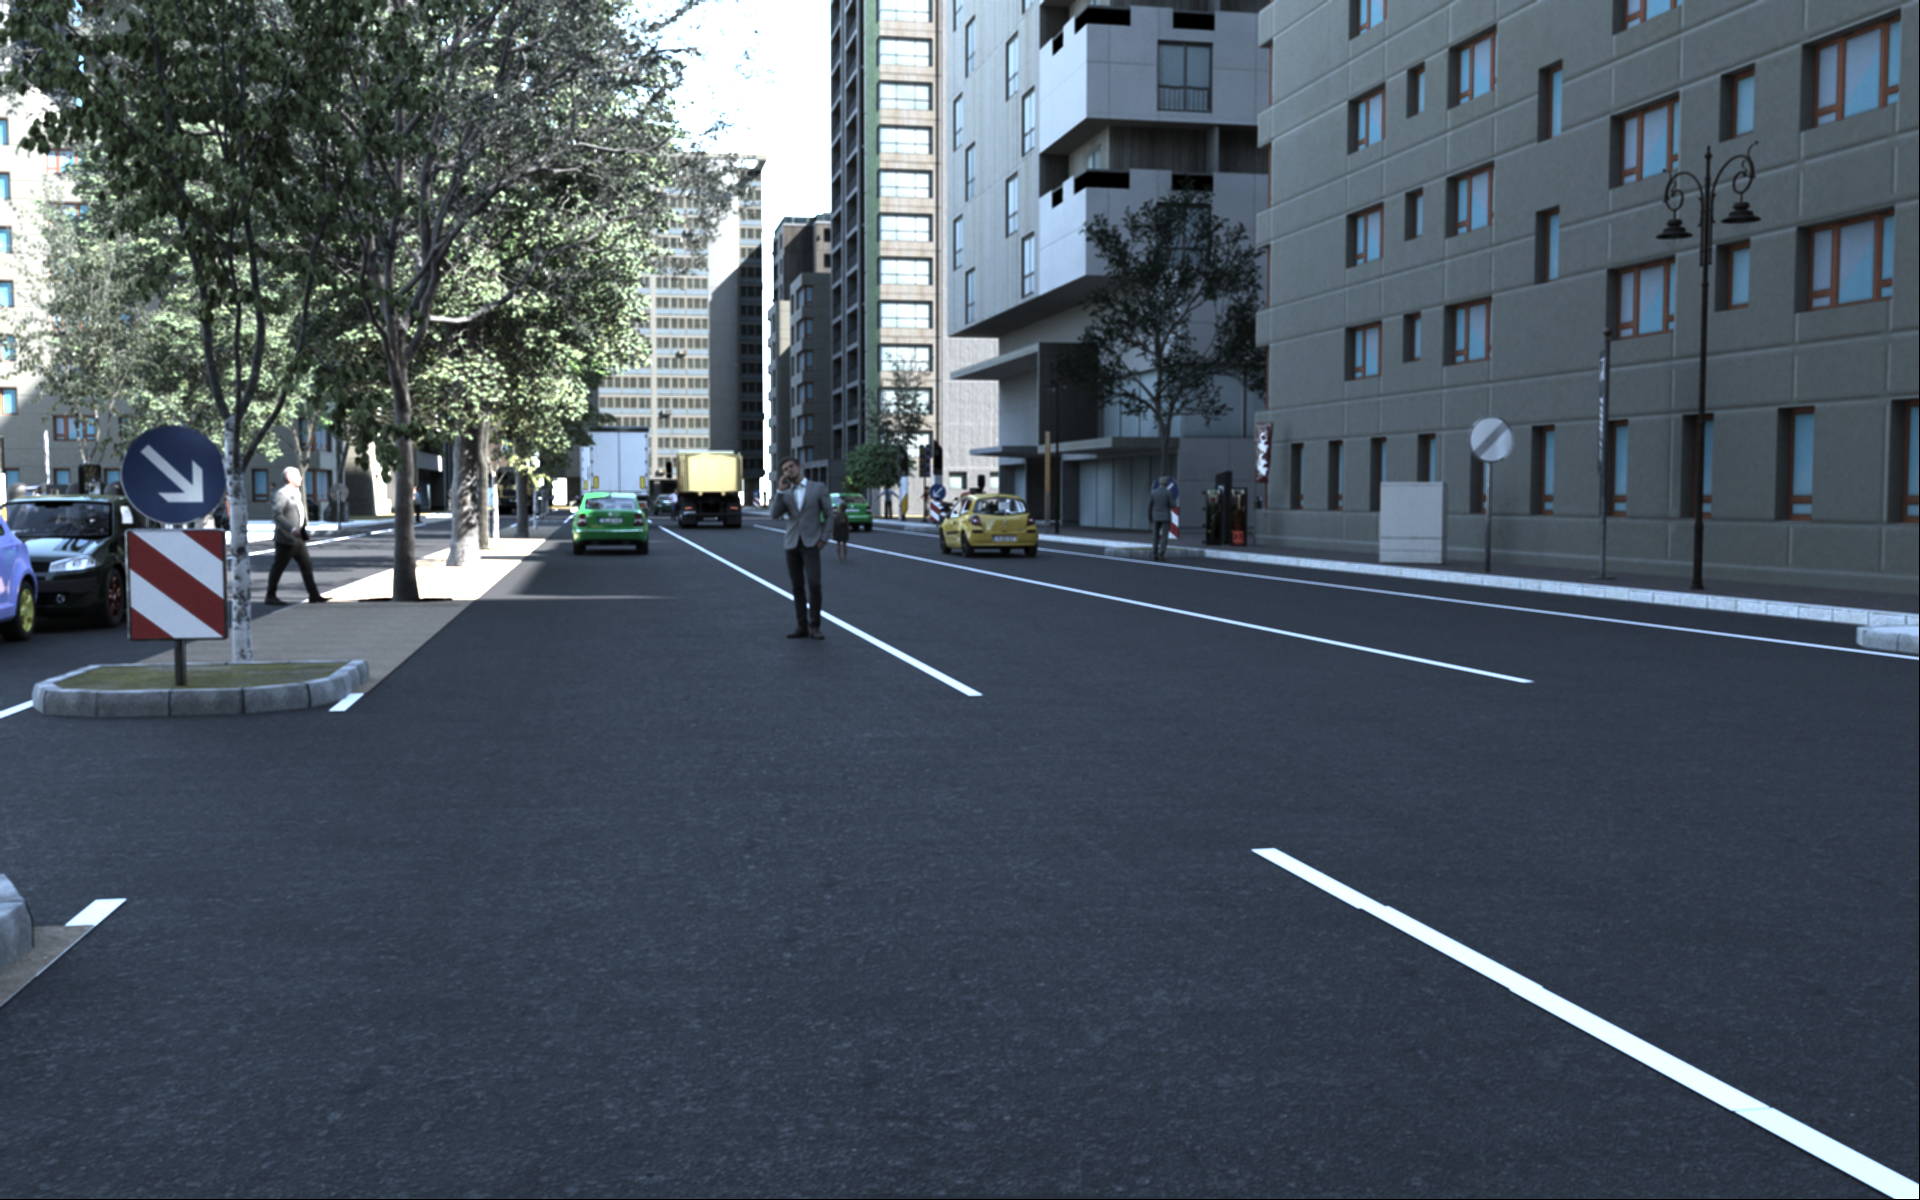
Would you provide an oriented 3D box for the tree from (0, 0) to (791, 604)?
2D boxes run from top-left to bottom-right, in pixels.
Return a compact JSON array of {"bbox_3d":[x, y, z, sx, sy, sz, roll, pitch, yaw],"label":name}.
[{"bbox_3d":[-7.330,-6.711,22.548,12.009,13.543,11.850,0,3,0],"label":"tree"}]

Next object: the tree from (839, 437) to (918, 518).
[{"bbox_3d":[-3.952,-6.726,93.680,4.285,4.588,4.351,0,3,0],"label":"tree"}]

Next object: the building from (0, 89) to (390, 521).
[{"bbox_3d":[-47.685,-15.301,95.219,27.650,21.520,28.899,-1,4,-12],"label":"building"}]

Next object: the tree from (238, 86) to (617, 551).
[{"bbox_3d":[-11.963,-7.046,43.415,9.928,11.665,9.643,0,3,0],"label":"tree"}]

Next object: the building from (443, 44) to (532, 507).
[{"bbox_3d":[-50.585,-31.993,173.188,14.200,45.320,14.600,-1,4,-12],"label":"building"}]

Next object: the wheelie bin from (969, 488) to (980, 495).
[{"bbox_3d":[0.783,-5.029,90.128,0.980,1.594,0.693,3,4,36],"label":"wheelie bin"}]

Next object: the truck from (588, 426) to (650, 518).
[{"bbox_3d":[-15.161,-5.387,76.992,2.839,4.237,11.283,-1,4,-11],"label":"truck"}]

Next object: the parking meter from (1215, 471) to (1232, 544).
[{"bbox_3d":[6.734,-2.359,44.286,0.255,1.863,0.399,-3,5,-44],"label":"parking meter"}]

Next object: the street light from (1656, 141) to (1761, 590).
[{"bbox_3d":[9.933,-3.081,23.158,0.468,5.910,1.993,-1,4,-12],"label":"street light"}]

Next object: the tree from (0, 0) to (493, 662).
[{"bbox_3d":[-5.802,-3.726,13.740,4.737,8.622,4.395,0,3,0],"label":"tree"}]

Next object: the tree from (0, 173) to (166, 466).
[{"bbox_3d":[-20.227,-5.476,39.894,4.360,8.622,3.978,0,3,0],"label":"tree"}]

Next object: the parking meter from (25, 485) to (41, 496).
[{"bbox_3d":[-25.356,-2.386,47.424,0.372,1.533,0.369,0,3,0],"label":"parking meter"}]

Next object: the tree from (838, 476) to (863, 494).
[{"bbox_3d":[-6.141,-6.597,102.460,1.663,3.219,1.824,0,3,0],"label":"tree"}]

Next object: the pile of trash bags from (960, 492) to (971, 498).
[{"bbox_3d":[1.651,-4.789,88.054,3.447,1.369,1.912,-1,4,-19],"label":"pile of trash bags"}]

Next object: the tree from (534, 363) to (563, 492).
[{"bbox_3d":[-13.638,-5.989,50.736,4.737,8.622,4.395,0,3,0],"label":"tree"}]

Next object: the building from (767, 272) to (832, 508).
[{"bbox_3d":[-1.716,-18.779,152.083,27.650,21.520,28.899,-1,4,-12],"label":"building"}]

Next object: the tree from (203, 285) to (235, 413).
[{"bbox_3d":[-25.880,-8.702,68.028,9.928,11.665,9.643,0,3,0],"label":"tree"}]

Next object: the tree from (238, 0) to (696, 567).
[{"bbox_3d":[-9.750,-7.615,33.616,9.857,13.997,8.962,0,3,0],"label":"tree"}]

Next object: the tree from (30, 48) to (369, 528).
[{"bbox_3d":[-23.353,-8.961,53.173,9.857,13.997,8.962,0,3,0],"label":"tree"}]

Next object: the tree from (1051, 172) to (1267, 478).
[{"bbox_3d":[6.108,-7.040,49.522,7.601,10.594,8.767,-2,4,-30],"label":"tree"}]

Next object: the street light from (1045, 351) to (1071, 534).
[{"bbox_3d":[3.157,-5.102,56.206,0.468,5.910,1.993,-1,4,-12],"label":"street light"}]

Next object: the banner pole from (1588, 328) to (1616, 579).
[{"bbox_3d":[9.779,-2.223,26.366,0.401,3.779,0.863,1,4,11],"label":"banner pole"}]

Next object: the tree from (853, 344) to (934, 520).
[{"bbox_3d":[-3.044,-8.270,85.578,4.360,8.622,3.978,0,3,0],"label":"tree"}]

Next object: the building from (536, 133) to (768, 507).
[{"bbox_3d":[-33.283,-30.209,185.802,23.993,40.220,32.217,-1,4,-12],"label":"building"}]

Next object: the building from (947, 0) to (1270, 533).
[{"bbox_3d":[15.156,-29.432,70.450,28.713,52.752,27.495,-1,4,-12],"label":"building"}]

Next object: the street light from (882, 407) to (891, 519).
[{"bbox_3d":[-3.751,-7.113,89.080,0.468,5.910,1.993,-1,4,-12],"label":"street light"}]

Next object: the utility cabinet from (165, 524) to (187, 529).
[{"bbox_3d":[-20.542,-2.233,45.183,0.318,1.500,1.173,0,4,-5],"label":"utility cabinet"}]

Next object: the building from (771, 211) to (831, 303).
[{"bbox_3d":[-11.895,-24.979,180.115,14.107,30.474,14.160,-1,4,-12],"label":"building"}]

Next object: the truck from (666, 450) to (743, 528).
[{"bbox_3d":[-11.091,-4.903,76.082,3.469,3.379,9.791,-1,4,-10],"label":"truck"}]

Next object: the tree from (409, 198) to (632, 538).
[{"bbox_3d":[-14.560,-8.337,56.891,7.486,12.596,7.792,0,3,0],"label":"tree"}]

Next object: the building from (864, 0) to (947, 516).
[{"bbox_3d":[0.821,-25.991,108.542,14.154,41.232,14.086,-1,4,-12],"label":"building"}]

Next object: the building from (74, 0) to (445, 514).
[{"bbox_3d":[-48.237,-30.388,120.551,21.300,48.544,21.600,-1,4,-12],"label":"building"}]

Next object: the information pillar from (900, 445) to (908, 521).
[{"bbox_3d":[-2.623,-5.527,81.728,0.183,3.616,0.504,-2,4,-33],"label":"information pillar"}]

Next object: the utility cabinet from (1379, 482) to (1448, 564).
[{"bbox_3d":[8.318,-1.411,31.754,1.173,1.500,0.318,2,4,34],"label":"utility cabinet"}]

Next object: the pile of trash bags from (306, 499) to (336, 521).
[{"bbox_3d":[-30.831,-4.411,81.872,3.447,1.369,1.912,0,4,1],"label":"pile of trash bags"}]

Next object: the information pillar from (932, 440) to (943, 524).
[{"bbox_3d":[-0.959,-5.090,74.569,0.504,3.616,0.183,-3,5,-44],"label":"information pillar"}]

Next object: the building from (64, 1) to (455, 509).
[{"bbox_3d":[-58.867,-50.712,141.814,31.000,86.520,22.319,-1,4,-12],"label":"building"}]

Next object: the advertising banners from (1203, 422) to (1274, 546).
[{"bbox_3d":[6.846,-2.843,42.670,0.090,3.025,2.074,-3,5,-45],"label":"advertising banners"}]

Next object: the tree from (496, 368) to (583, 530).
[{"bbox_3d":[-17.087,-7.131,69.417,4.360,8.622,3.978,0,3,0],"label":"tree"}]

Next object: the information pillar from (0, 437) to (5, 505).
[{"bbox_3d":[-40.893,-5.035,73.675,0.504,3.616,0.183,3,5,42],"label":"information pillar"}]

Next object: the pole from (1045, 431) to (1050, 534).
[{"bbox_3d":[2.840,-3.810,56.133,0.158,3.312,0.155,0,3,0],"label":"pole"}]

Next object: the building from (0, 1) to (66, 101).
[{"bbox_3d":[-86.655,-38.335,168.773,28.212,58.520,21.231,-1,4,-12],"label":"building"}]

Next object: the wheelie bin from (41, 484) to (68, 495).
[{"bbox_3d":[-29.528,-2.980,56.626,0.980,1.594,0.693,-2,4,-26],"label":"wheelie bin"}]

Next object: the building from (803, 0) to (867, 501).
[{"bbox_3d":[-0.163,-42.043,125.651,20.563,71.187,20.611,-1,4,-12],"label":"building"}]

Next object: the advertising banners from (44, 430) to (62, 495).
[{"bbox_3d":[-24.498,-3.094,46.782,0.090,3.025,2.074,-3,4,-36],"label":"advertising banners"}]

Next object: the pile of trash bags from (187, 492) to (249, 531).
[{"bbox_3d":[-25.714,-3.088,60.236,1.912,1.369,3.447,-3,5,-40],"label":"pile of trash bags"}]

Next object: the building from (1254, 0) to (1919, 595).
[{"bbox_3d":[24.484,-11.505,33.147,28.899,21.520,27.650,-1,4,-12],"label":"building"}]
